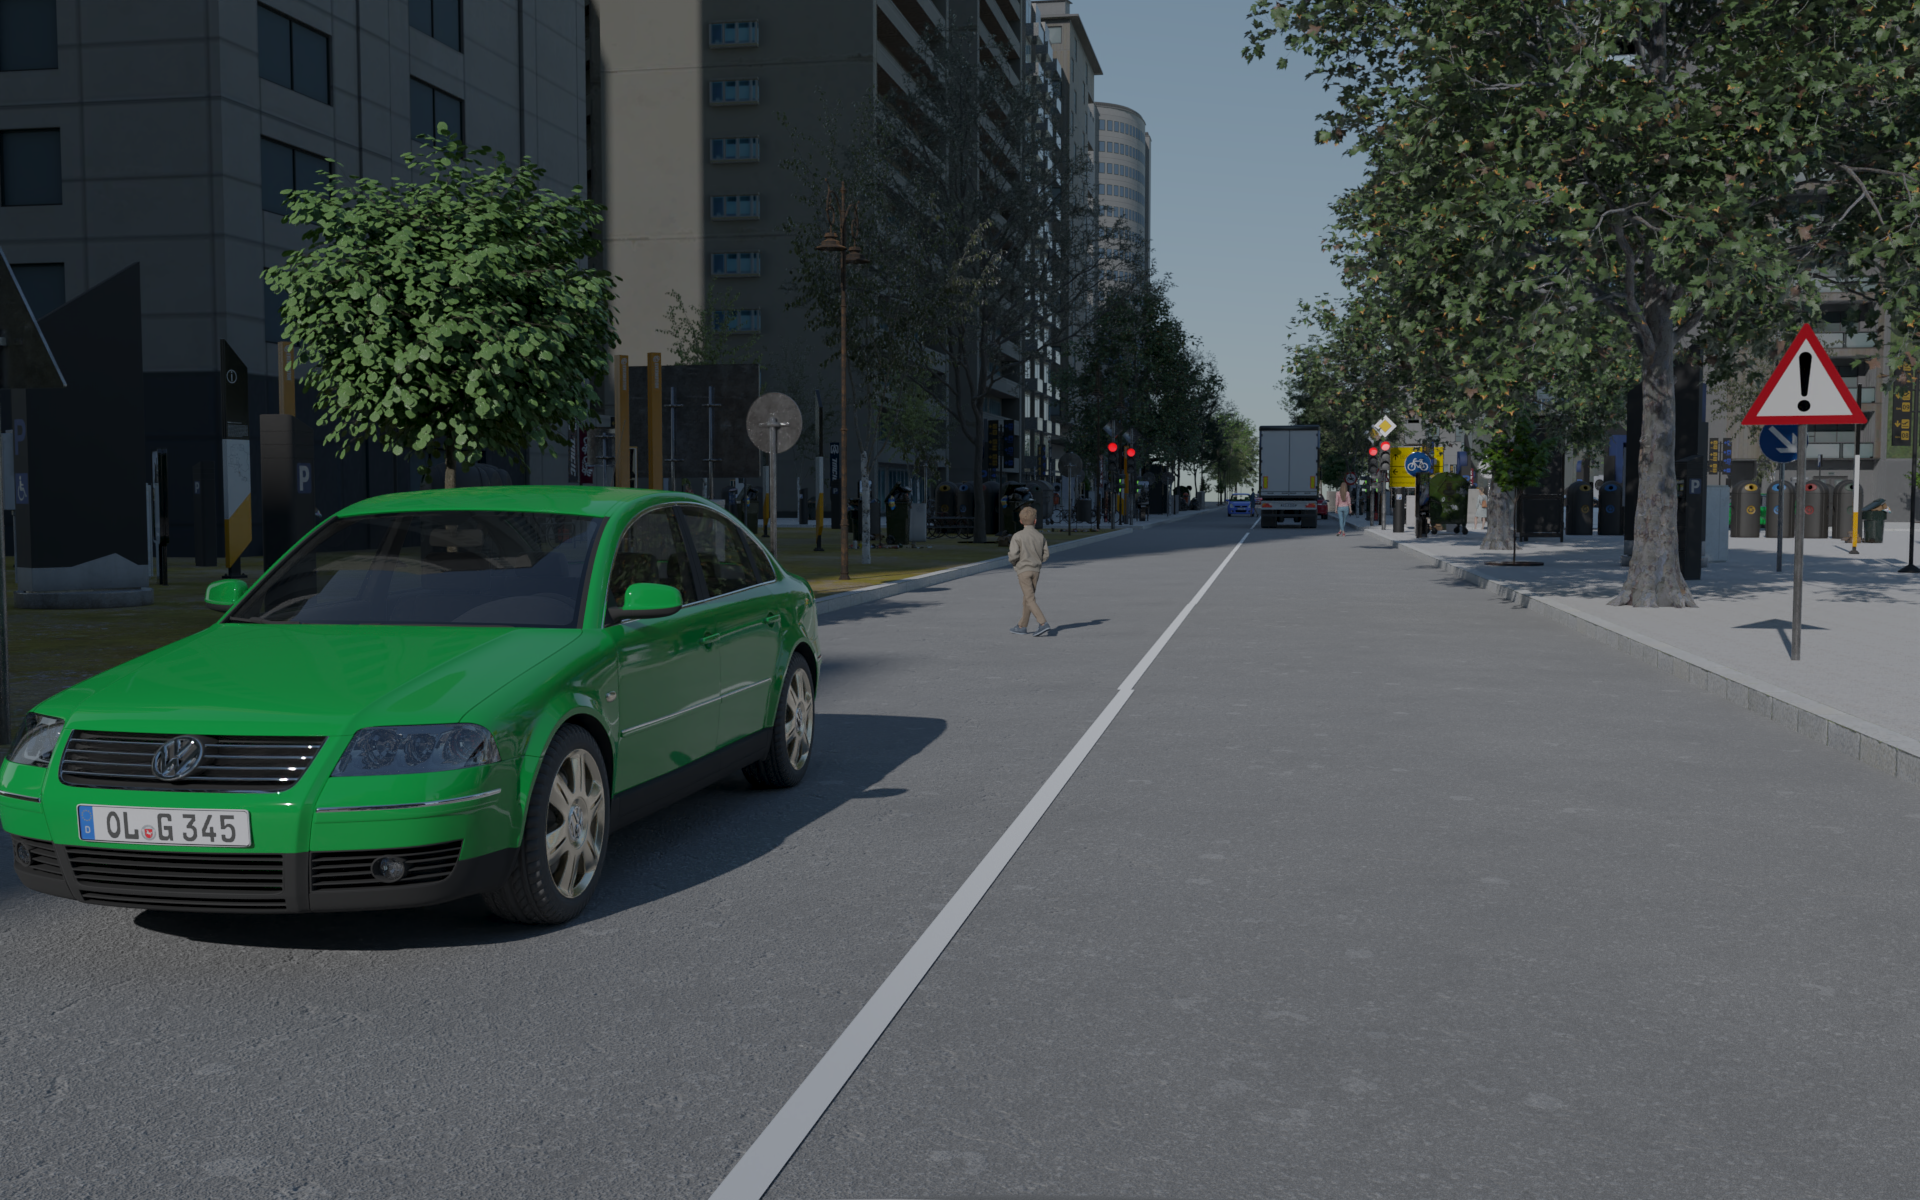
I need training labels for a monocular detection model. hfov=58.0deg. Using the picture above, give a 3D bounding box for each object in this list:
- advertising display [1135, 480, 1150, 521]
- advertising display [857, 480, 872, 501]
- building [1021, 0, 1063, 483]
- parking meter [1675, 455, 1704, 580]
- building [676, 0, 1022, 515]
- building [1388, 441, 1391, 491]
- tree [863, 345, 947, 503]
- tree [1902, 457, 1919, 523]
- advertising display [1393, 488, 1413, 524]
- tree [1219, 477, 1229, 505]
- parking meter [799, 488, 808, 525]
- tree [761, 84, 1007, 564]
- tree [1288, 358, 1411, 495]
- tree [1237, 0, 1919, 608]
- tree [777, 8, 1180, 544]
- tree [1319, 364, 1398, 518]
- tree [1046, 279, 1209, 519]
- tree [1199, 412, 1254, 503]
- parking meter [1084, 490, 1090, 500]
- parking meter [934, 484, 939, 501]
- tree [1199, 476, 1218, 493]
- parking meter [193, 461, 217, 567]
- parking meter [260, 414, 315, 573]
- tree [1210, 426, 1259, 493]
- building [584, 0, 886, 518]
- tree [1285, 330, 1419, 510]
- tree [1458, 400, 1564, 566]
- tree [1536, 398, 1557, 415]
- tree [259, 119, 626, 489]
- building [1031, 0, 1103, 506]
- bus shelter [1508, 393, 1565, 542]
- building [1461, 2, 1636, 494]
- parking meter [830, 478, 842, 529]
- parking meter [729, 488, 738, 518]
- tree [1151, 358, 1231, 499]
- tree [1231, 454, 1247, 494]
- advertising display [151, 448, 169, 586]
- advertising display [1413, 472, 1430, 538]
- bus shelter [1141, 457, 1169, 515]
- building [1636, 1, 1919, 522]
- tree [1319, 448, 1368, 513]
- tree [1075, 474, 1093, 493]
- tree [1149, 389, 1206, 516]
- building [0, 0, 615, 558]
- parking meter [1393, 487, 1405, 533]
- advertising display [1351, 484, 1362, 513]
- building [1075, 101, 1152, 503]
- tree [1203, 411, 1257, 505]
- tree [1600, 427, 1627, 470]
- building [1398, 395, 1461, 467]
[{"bbox_3d":[8.577,-4.660,81.408,0.123,1.923,0.974,3,5,42],"label":"advertising display"},{"bbox_3d":[-4.264,-4.429,77.620,0.123,1.923,0.974,2,4,32],"label":"advertising display"},{"bbox_3d":[-2.518,-33.305,164.153,23.786,49.044,30.456,1,4,10],"label":"building"},{"bbox_3d":[10.867,-1.234,25.885,0.399,1.863,0.255,-1,4,-22],"label":"parking meter"},{"bbox_3d":[-7.392,-31.051,131.385,21.300,48.544,21.600,1,4,10],"label":"building"},{"bbox_3d":[82.287,-40.406,284.333,21.300,48.544,21.600,1,4,10],"label":"building"},{"bbox_3d":[-2.502,-8.230,84.924,4.737,8.622,4.395,0,3,0],"label":"tree"},{"bbox_3d":[42.662,-4.987,76.135,1.663,3.219,1.824,0,3,0],"label":"tree"},{"bbox_3d":[18.959,-4.202,73.919,0.974,1.923,0.123,-1,4,-13],"label":"advertising display"},{"bbox_3d":[29.470,-12.331,196.208,1.663,3.219,1.824,0,3,0],"label":"tree"},{"bbox_3d":[-6.604,-3.954,73.059,0.372,1.533,0.369,0,3,0],"label":"parking meter"},{"bbox_3d":[-1.584,-4.956,31.396,4.360,8.622,3.978,0,3,0],"label":"tree"},{"bbox_3d":[25.045,-10.851,111.831,8.767,10.594,7.601,1,4,10],"label":"tree"},{"bbox_3d":[8.027,-6.282,19.724,9.611,12.733,9.660,0,3,0],"label":"tree"},{"bbox_3d":[0.370,-8.222,44.798,12.009,13.543,11.850,0,3,0],"label":"tree"},{"bbox_3d":[21.244,-8.680,92.286,4.360,8.622,3.978,0,3,0],"label":"tree"},{"bbox_3d":[9.270,-10.649,91.116,9.611,12.733,9.660,0,3,0],"label":"tree"},{"bbox_3d":[36.885,-19.743,240.931,7.486,12.596,7.792,0,3,0],"label":"tree"},{"bbox_3d":[8.016,-6.159,109.104,0.372,1.533,0.369,0,3,0],"label":"parking meter"},{"bbox_3d":[-1.252,-5.574,96.843,0.399,1.863,0.255,1,4,13],"label":"parking meter"},{"bbox_3d":[23.759,-10.680,169.219,1.663,3.219,1.824,0,3,0],"label":"tree"},{"bbox_3d":[-13.399,-1.530,30.726,0.399,1.863,0.255,3,5,43],"label":"parking meter"},{"bbox_3d":[-4.997,-0.441,12.917,0.255,1.863,0.399,0,4,5],"label":"parking meter"},{"bbox_3d":[46.228,-23.483,290.593,9.857,13.997,8.962,0,3,0],"label":"tree"},{"bbox_3d":[-13.100,-29.278,102.392,21.300,48.544,21.600,1,4,10],"label":"building"},{"bbox_3d":[28.883,-13.503,127.435,9.857,13.997,8.962,0,3,0],"label":"tree"},{"bbox_3d":[10.046,-2.230,31.054,1.663,3.219,1.824,0,3,0],"label":"tree"},{"bbox_3d":[23.176,-7.391,71.205,4.360,8.622,3.978,0,3,0],"label":"tree"},{"bbox_3d":[-4.477,-1.939,15.413,4.285,4.588,4.351,0,3,0],"label":"tree"},{"bbox_3d":[0.362,-36.922,192.916,28.713,52.752,27.495,1,4,10],"label":"building"},{"bbox_3d":[16.516,-4.440,50.224,2.179,5.291,8.768,1,4,10],"label":"bus shelter"},{"bbox_3d":[59.869,-51.779,159.259,22.319,86.520,31.000,1,4,10],"label":"building"},{"bbox_3d":[-4.536,-3.535,63.508,0.399,1.863,0.255,1,4,17],"label":"parking meter"},{"bbox_3d":[-9.649,-3.996,73.744,0.372,1.533,0.369,0,3,0],"label":"parking meter"},{"bbox_3d":[14.679,-11.259,118.501,7.601,10.594,8.767,1,4,17],"label":"tree"},{"bbox_3d":[44.470,-20.247,281.405,4.360,8.622,3.978,0,3,0],"label":"tree"},{"bbox_3d":[-11.344,-1.184,24.571,0.123,1.923,0.974,-2,4,-30],"label":"advertising display"},{"bbox_3d":[13.543,-2.784,50.730,0.123,1.923,0.974,2,4,32],"label":"advertising display"},{"bbox_3d":[12.579,-7.259,109.965,1.731,3.624,6.357,1,4,10],"label":"bus shelter"},{"bbox_3d":[41.524,-24.520,84.491,14.086,41.232,14.154,1,4,10],"label":"building"},{"bbox_3d":[26.261,-8.274,118.998,4.285,4.588,4.351,0,3,0],"label":"tree"},{"bbox_3d":[9.729,-8.654,136.102,1.663,3.219,1.824,0,3,0],"label":"tree"},{"bbox_3d":[12.593,-9.368,103.523,4.360,8.622,3.978,0,3,0],"label":"tree"},{"bbox_3d":[-22.798,-37.083,44.553,20.611,71.187,20.563,1,4,10],"label":"building"},{"bbox_3d":[14.587,-3.006,57.564,0.372,1.533,0.369,0,3,0],"label":"parking meter"},{"bbox_3d":[26.436,-6.777,116.020,0.974,1.923,0.123,1,4,12],"label":"advertising display"},{"bbox_3d":[16.870,-43.856,259.042,21.231,58.520,28.212,1,4,10],"label":"building"},{"bbox_3d":[31.675,-17.320,208.942,9.928,11.665,9.643,0,3,0],"label":"tree"},{"bbox_3d":[28.528,-5.411,72.191,4.285,4.588,4.351,0,3,0],"label":"tree"},{"bbox_3d":[80.467,-41.002,259.627,28.713,52.752,27.495,1,4,10],"label":"building"}]
